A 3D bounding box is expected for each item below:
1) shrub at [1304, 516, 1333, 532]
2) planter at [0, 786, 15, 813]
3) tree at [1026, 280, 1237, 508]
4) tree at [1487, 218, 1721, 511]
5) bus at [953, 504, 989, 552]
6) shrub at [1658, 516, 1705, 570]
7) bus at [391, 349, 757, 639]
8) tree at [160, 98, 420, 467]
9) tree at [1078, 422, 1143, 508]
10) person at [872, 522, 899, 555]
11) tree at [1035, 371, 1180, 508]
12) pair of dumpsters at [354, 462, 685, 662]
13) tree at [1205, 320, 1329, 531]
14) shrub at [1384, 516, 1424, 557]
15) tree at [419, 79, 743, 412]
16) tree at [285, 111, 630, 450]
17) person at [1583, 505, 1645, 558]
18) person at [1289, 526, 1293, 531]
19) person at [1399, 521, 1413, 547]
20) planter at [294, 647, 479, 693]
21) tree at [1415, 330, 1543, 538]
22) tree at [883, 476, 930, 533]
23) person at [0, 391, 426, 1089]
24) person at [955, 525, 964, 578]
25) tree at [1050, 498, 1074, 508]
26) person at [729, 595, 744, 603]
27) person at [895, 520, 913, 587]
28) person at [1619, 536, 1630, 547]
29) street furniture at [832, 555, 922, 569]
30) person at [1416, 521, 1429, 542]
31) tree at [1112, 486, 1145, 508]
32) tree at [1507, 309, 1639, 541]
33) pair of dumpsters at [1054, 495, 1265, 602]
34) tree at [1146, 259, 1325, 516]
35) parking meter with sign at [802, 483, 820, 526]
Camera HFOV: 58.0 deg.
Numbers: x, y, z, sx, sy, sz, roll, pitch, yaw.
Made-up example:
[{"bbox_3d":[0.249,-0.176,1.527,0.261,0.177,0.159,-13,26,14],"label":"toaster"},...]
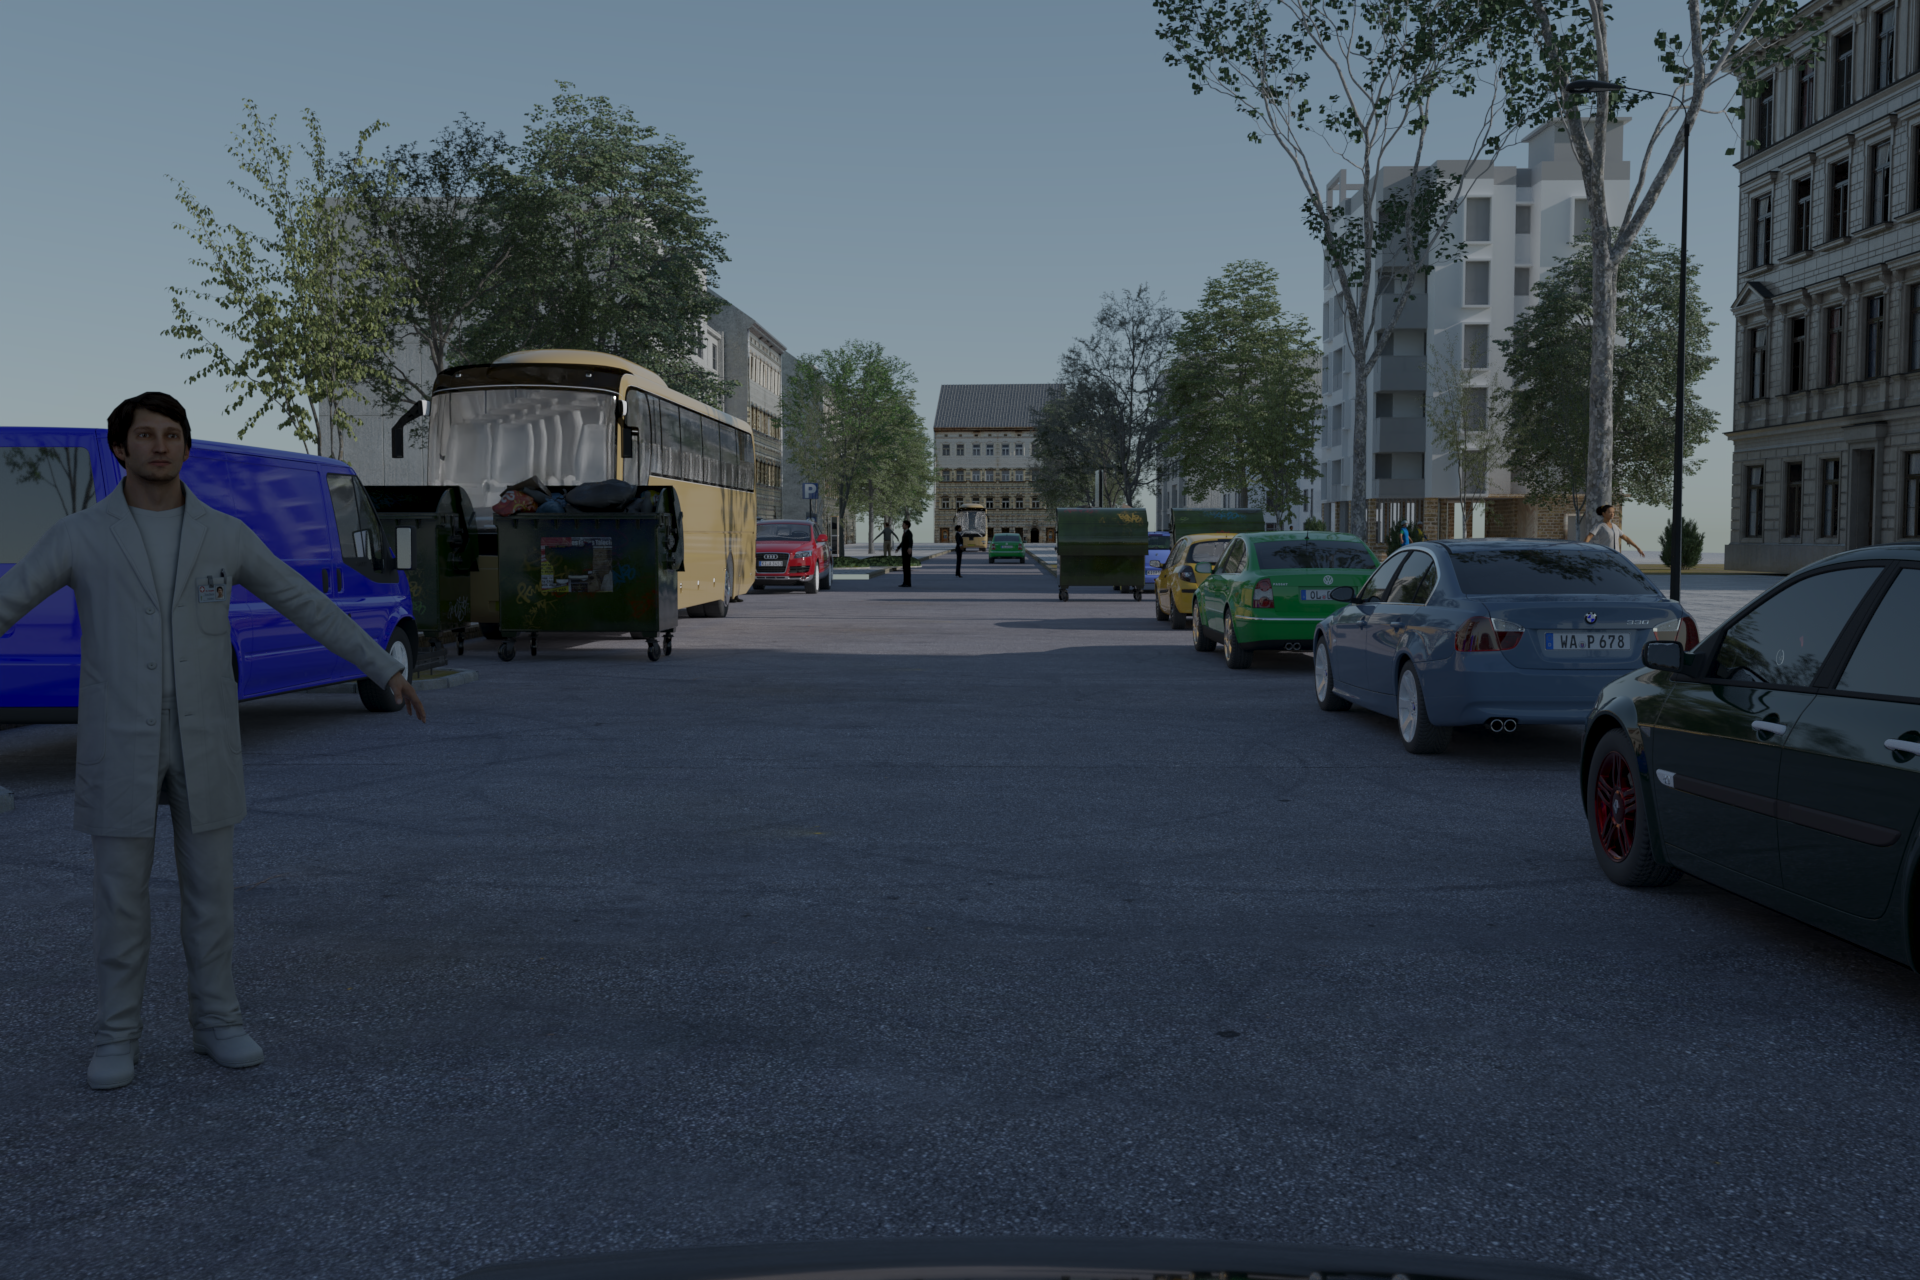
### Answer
[{"bbox_3d":[13.496,-3.776,66.154,1.690,2.028,1.600,0,3,0],"label":"shrub"},{"bbox_3d":[-5.926,0.770,8.550,1.991,0.319,1.994,0,4,1],"label":"planter"},{"bbox_3d":[8.346,-10.662,84.694,12.009,13.543,11.850,0,3,0],"label":"tree"},{"bbox_3d":[26.581,-10.066,71.236,9.857,13.997,8.962,0,3,0],"label":"tree"},{"bbox_3d":[1.007,-9.313,143.820,2.896,3.916,12.252,0,4,1],"label":"bus"},{"bbox_3d":[25.996,-3.548,62.435,1.690,2.028,1.600,0,3,0],"label":"shrub"},{"bbox_3d":[-5.251,-2.158,26.836,2.896,3.916,12.252,0,4,1],"label":"bus"},{"bbox_3d":[-10.940,-4.822,29.199,4.737,8.622,4.395,0,3,0],"label":"tree"},{"bbox_3d":[8.895,-9.597,107.271,4.360,8.622,3.978,0,3,0],"label":"tree"},{"bbox_3d":[-3.185,-4.226,75.369,1.348,1.796,0.705,-2,4,-32],"label":"person"},{"bbox_3d":[8.676,-10.007,98.031,8.767,10.594,7.601,-1,4,-18],"label":"tree"},{"bbox_3d":[-5.466,-0.913,19.871,4.436,2.255,1.574,0,4,2],"label":"pair of dumpsters"},{"bbox_3d":[10.653,-6.629,58.739,4.737,8.622,4.395,0,3,0],"label":"tree"},{"bbox_3d":[18.333,-4.103,71.500,1.690,2.028,1.600,0,3,0],"label":"shrub"},{"bbox_3d":[-11.023,-8.808,50.658,9.857,13.997,8.962,0,3,0],"label":"tree"},{"bbox_3d":[-10.746,-6.304,37.486,8.767,10.594,7.601,1,4,23],"label":"tree"},{"bbox_3d":[10.046,-1.221,26.729,1.217,1.739,0.721,-1,4,-20],"label":"person"},{"bbox_3d":[18.084,-5.357,94.300,1.216,1.740,0.721,-1,4,-17],"label":"person"},{"bbox_3d":[17.676,-3.833,68.790,0.704,1.817,1.347,2,4,31],"label":"person"},{"bbox_3d":[-5.741,0.280,16.569,1.991,0.319,1.994,0,4,2],"label":"planter"},{"bbox_3d":[18.161,-6.873,62.742,4.360,8.622,3.978,0,3,0],"label":"tree"},{"bbox_3d":[-7.689,-20.410,251.826,7.486,12.596,7.792,0,3,0],"label":"tree"},{"bbox_3d":[-2.127,0.246,4.619,1.347,1.806,0.705,-2,4,-34],"label":"person"},{"bbox_3d":[0.041,-2.931,57.104,0.721,1.740,1.216,0,4,-1],"label":"person"},{"bbox_3d":[10.142,-12.742,158.695,4.737,8.622,4.395,0,3,0],"label":"tree"},{"bbox_3d":[-4.730,-1.710,36.197,0.705,1.856,1.354,1,4,17],"label":"person"},{"bbox_3d":[-1.473,-2.335,46.821,0.705,1.806,1.347,-1,4,-18],"label":"person"},{"bbox_3d":[18.604,-2.675,49.910,1.345,1.807,0.704,1,4,17],"label":"person"},{"bbox_3d":[-6.631,-3.130,66.809,10.072,0.657,5.734,0,4,6],"label":"street furniture"},{"bbox_3d":[20.029,-4.245,75.379,0.705,1.833,1.349,3,5,42],"label":"person"},{"bbox_3d":[23.243,-19.283,249.684,7.601,10.594,8.767,0,4,7],"label":"tree"},{"bbox_3d":[20.271,-6.478,56.279,4.360,8.622,3.978,0,3,0],"label":"tree"},{"bbox_3d":[4.228,-1.961,37.015,4.436,2.255,1.574,0,4,0],"label":"pair of dumpsters"},{"bbox_3d":[11.513,-9.429,72.296,7.486,12.596,7.792,0,3,0],"label":"tree"},{"bbox_3d":[-5.081,-3.900,60.019,0.543,3.016,1.738,0,4,2],"label":"parking meter with sign"}]
